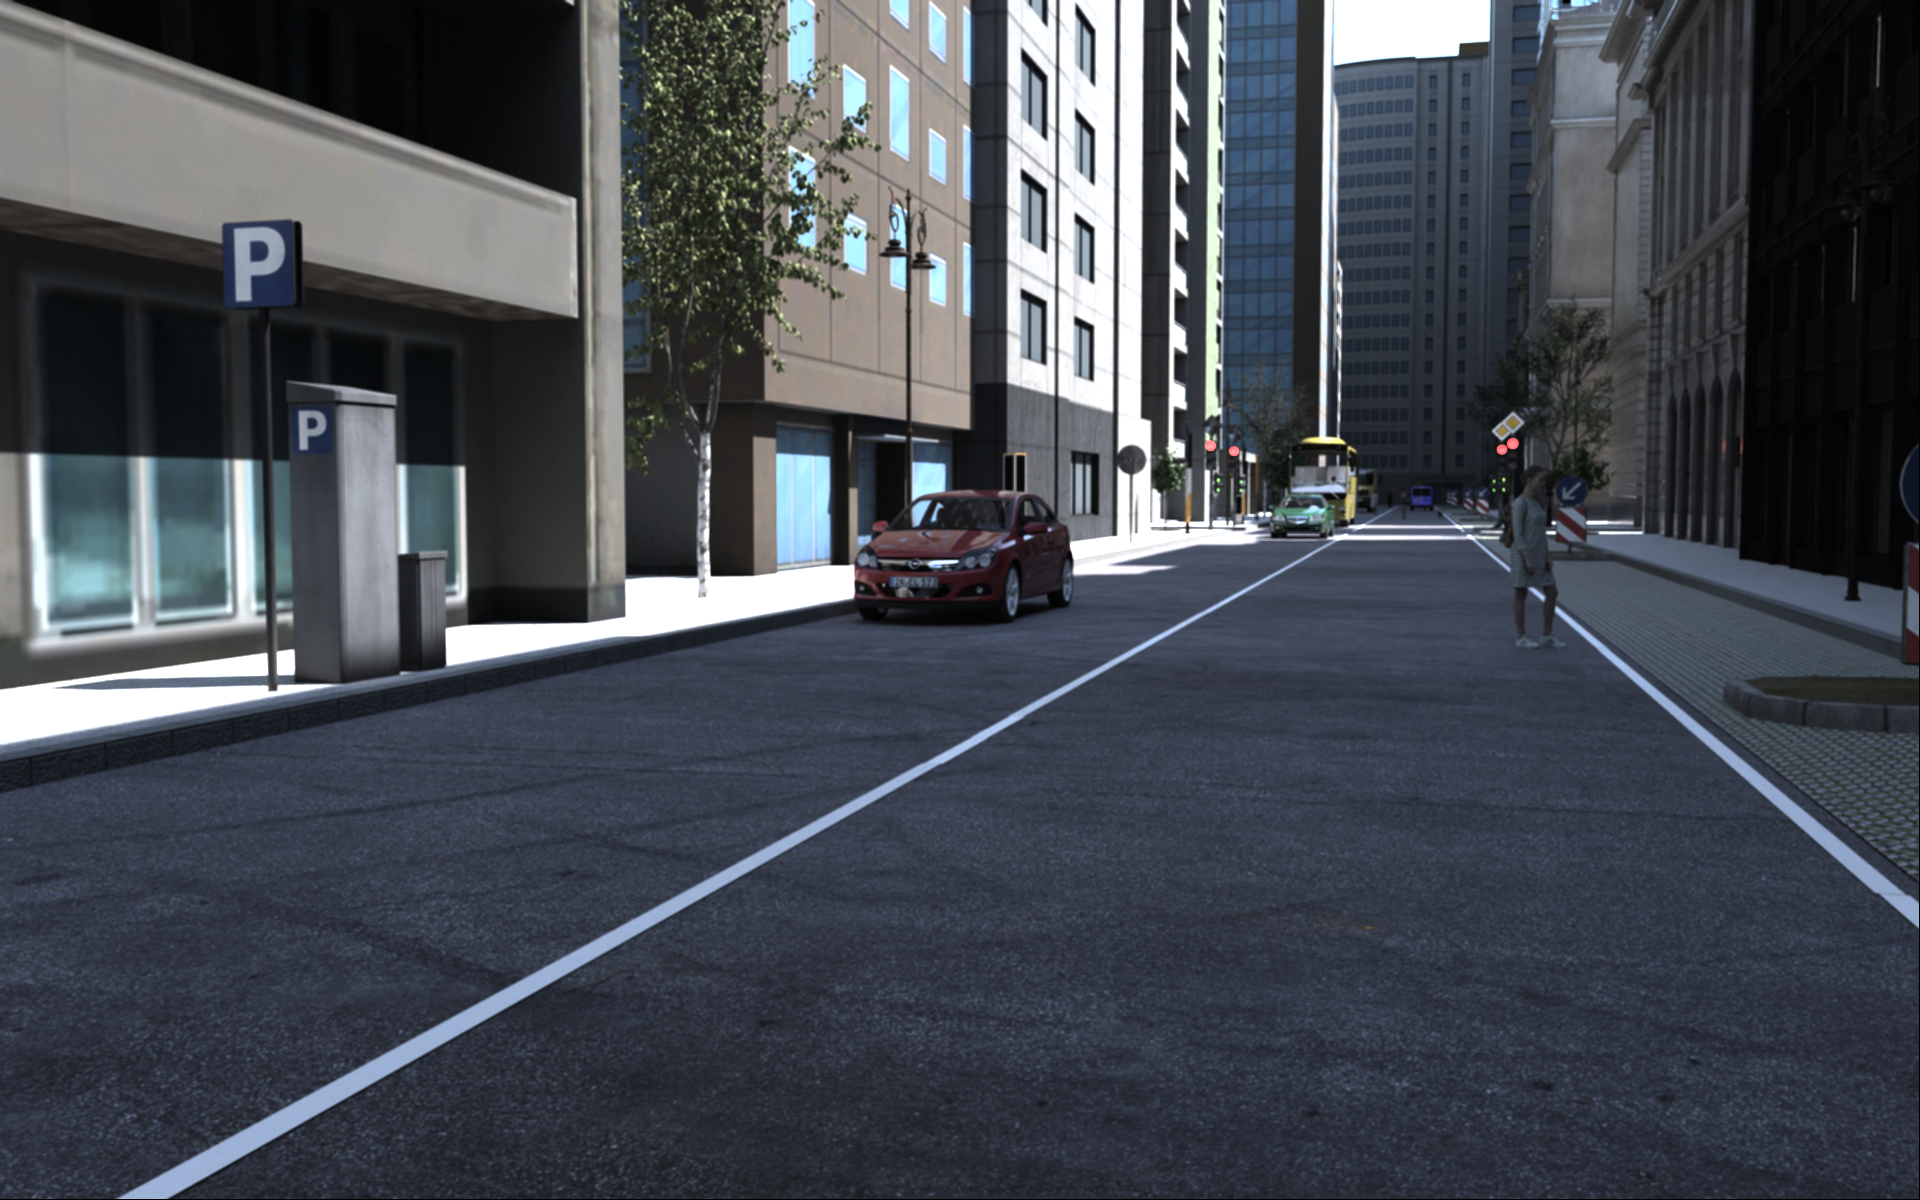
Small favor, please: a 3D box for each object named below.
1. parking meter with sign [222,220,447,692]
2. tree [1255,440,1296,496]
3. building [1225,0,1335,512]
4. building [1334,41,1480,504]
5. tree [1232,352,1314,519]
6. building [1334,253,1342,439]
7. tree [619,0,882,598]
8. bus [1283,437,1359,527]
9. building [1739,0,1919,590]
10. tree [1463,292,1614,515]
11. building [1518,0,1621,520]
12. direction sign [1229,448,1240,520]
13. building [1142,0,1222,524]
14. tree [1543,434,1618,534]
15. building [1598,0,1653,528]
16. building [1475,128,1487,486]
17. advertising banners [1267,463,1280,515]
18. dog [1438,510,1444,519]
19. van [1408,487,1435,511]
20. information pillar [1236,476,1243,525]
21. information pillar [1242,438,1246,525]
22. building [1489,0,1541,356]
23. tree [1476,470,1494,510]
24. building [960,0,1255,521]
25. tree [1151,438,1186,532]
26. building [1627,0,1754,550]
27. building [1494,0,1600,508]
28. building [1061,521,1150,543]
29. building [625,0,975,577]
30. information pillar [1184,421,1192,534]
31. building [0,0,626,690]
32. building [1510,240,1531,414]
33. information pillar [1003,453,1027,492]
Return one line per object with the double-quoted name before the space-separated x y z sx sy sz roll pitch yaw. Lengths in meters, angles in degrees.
"parking meter with sign" -4.229 -0.961 11.967 0.543 3.016 1.738 1 4 17
"tree" 18.850 -7.146 100.547 4.285 4.588 4.351 0 3 0
"building" 20.185 -29.246 128.275 14.600 45.320 14.200 1 4 15
"building" 58.631 -42.167 231.430 28.212 58.520 21.231 1 4 15
"tree" 16.167 -8.557 90.275 4.360 8.622 3.978 0 3 0
"building" 38.810 -26.772 209.429 14.107 30.474 14.160 1 4 15
"tree" -3.104 -4.341 21.343 4.737 8.622 4.395 0 3 0
"bus" 16.529 -5.306 78.292 2.896 3.916 12.252 1 4 15
"building" 19.271 -11.898 24.215 12.332 23.373 15.834 1 4 15
"tree" 27.772 -8.961 80.918 8.767 10.594 7.601 0 4 -7
"building" 37.775 -18.803 93.328 13.634 28.700 20.117 1 4 15
"direction sign" 13.358 -5.660 84.536 0.876 3.537 0.379 -3 5 -42
"building" 3.913 -24.106 77.731 14.154 41.232 14.086 1 4 15
"tree" 19.932 -3.729 55.572 1.663 3.219 1.824 0 3 0
"building" 35.744 -14.583 67.316 19.941 23.489 11.050 1 4 15
"building" 67.995 -33.728 201.555 14.600 45.320 14.200 1 4 15
"advertising banners" 17.687 -6.210 97.723 0.090 3.025 2.074 -1 4 -9
"dog" 27.605 -4.907 99.519 0.540 0.507 0.406 3 5 42
"van" 39.439 -8.777 147.893 2.240 2.365 5.245 1 4 15
"information pillar" 11.531 -4.107 71.634 0.304 2.012 0.304 1 4 10
"information pillar" 11.893 -4.972 72.653 0.183 3.616 0.504 0 4 -1
"building" 65.395 -38.987 179.439 21.231 58.520 28.212 1 4 15
"tree" 42.884 -8.961 141.115 1.663 3.219 1.824 0 3 0
"building" 7.547 -40.755 104.596 20.563 71.187 20.611 1 4 15
"tree" 7.121 -3.973 59.565 1.663 3.219 1.824 0 3 0
"building" 25.010 -12.326 43.337 13.314 21.916 24.055 1 4 15
"building" 59.206 -51.180 149.463 22.319 86.520 31.000 1 4 15
"building" -6.169 -37.349 48.909 20.611 71.187 20.563 1 4 15
"building" -7.812 -23.459 33.658 14.600 45.320 14.200 1 4 15
"information pillar" 7.351 -3.937 55.723 0.183 3.616 0.504 0 4 -5
"building" -16.452 -23.572 9.101 21.300 48.544 21.600 1 4 15
"building" 45.787 -18.383 119.646 14.460 24.649 34.723 1 4 15
"information pillar" 0.992 -1.646 31.401 0.304 2.012 0.304 -3 5 -43
